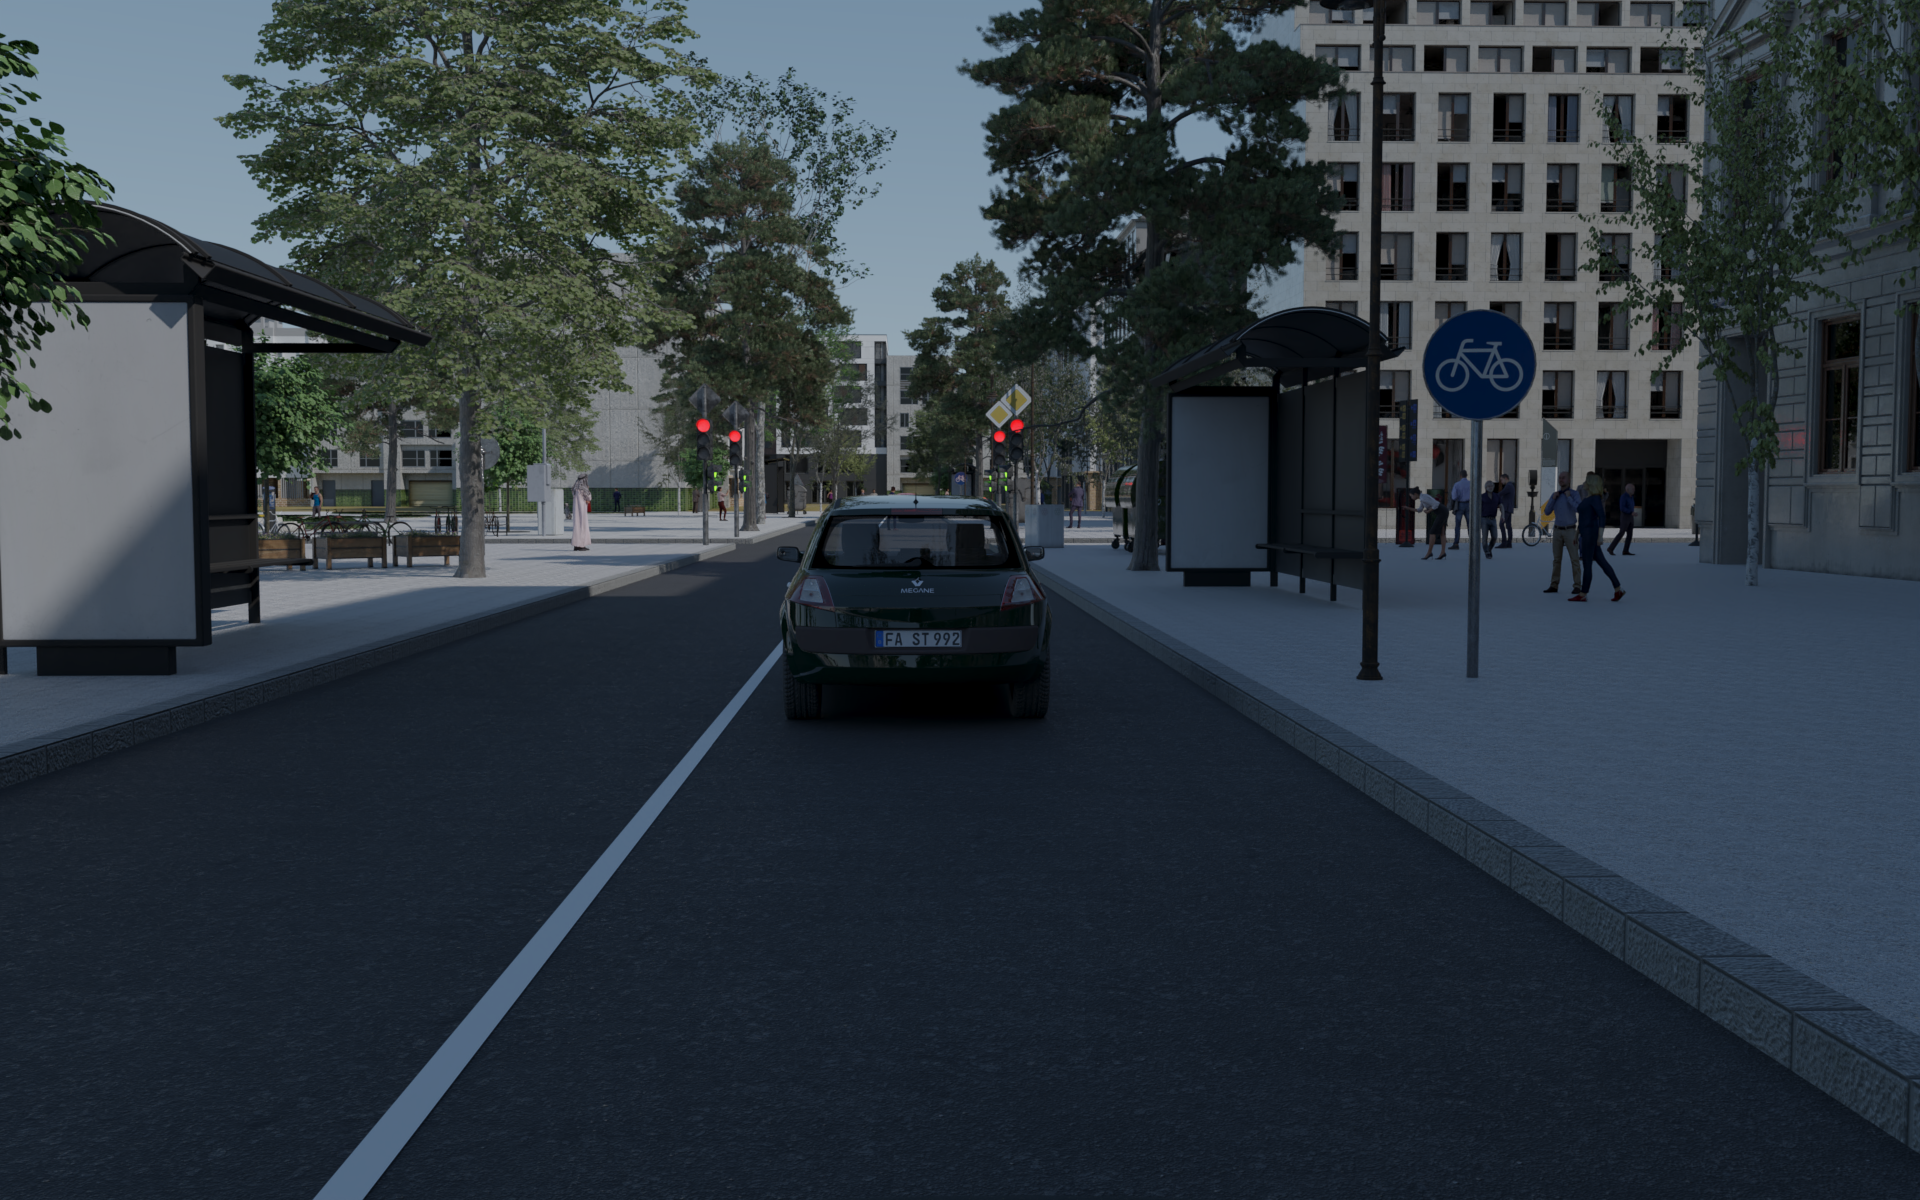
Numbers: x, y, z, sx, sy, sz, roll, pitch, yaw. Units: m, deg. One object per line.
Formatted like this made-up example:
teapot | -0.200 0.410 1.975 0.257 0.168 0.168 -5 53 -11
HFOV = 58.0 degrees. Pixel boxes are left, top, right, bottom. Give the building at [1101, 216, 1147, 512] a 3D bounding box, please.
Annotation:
building | 15.363 -16.461 118.294 9.793 20.994 18.267 0 4 -2

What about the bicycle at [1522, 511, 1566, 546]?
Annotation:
bicycle | 14.455 -1.790 42.492 1.543 0.972 0.635 -1 4 -17

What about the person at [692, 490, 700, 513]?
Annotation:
person | -17.522 -6.627 115.075 0.565 1.739 0.600 0 4 2

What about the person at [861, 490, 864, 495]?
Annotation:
person | -7.430 -7.584 133.054 0.434 1.755 0.990 -1 4 -18

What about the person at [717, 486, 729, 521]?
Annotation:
person | -11.301 -4.599 82.693 0.566 1.644 0.517 1 4 10

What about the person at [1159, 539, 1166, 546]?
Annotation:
person | 5.139 -2.097 43.025 0.600 1.496 0.574 2 4 24

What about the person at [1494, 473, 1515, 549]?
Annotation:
person | 12.804 -2.108 40.952 0.568 1.767 0.683 2 4 25

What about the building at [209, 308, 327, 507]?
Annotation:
building | -71.077 -19.944 182.499 11.380 20.091 16.016 0 4 -2

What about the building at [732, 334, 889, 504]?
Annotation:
building | -26.096 -23.908 234.871 32.646 21.610 27.936 0 4 -2

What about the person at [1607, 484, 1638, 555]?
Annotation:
person | 13.923 -1.675 36.129 0.574 1.496 0.600 -1 4 -20

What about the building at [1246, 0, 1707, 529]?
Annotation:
building | 20.663 -13.041 67.975 16.860 20.320 10.420 0 4 -2

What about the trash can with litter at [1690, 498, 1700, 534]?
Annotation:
trash can with litter | 23.595 -2.644 54.623 1.055 1.170 0.624 2 4 27

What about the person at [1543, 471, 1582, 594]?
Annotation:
person | 7.809 -0.872 22.363 0.319 1.574 0.516 -3 4 -37

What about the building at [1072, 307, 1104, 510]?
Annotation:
building | 17.421 -17.478 142.180 16.016 20.091 11.380 0 4 -2

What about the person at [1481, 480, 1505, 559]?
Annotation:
person | 10.550 -1.596 34.350 0.569 1.553 0.471 3 4 36

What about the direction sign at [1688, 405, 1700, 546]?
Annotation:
direction sign | 18.197 -3.100 42.682 0.379 3.537 0.876 1 4 20

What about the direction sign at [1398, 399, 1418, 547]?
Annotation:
direction sign | 10.780 -3.040 41.706 0.379 3.537 0.876 -1 4 -13

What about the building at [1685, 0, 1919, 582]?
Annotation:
building | 19.102 -11.378 22.190 11.583 22.565 21.152 0 4 -2

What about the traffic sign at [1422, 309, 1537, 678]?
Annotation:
traffic sign | 3.585 -0.730 12.039 0.768 2.556 0.104 0 4 7

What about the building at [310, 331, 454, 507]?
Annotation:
building | -49.615 -19.295 181.938 31.486 18.905 16.747 0 4 -2

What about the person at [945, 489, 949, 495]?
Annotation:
person | -0.958 -8.283 142.179 0.721 1.736 1.217 1 4 18

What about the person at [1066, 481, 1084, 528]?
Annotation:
person | 4.285 -3.563 64.743 0.683 1.767 0.568 -2 4 -28

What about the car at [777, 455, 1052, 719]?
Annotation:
car | -0.343 -0.163 12.452 2.009 1.686 4.222 0 4 -3

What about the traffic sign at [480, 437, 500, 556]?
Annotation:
traffic sign | -9.961 -2.201 36.098 0.768 2.556 0.104 0 4 5

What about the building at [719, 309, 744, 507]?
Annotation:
building | -28.222 -20.005 183.495 11.380 20.091 16.016 0 4 -2

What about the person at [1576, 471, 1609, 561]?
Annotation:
person | 12.158 -1.620 33.357 0.431 1.722 0.655 -3 5 -43

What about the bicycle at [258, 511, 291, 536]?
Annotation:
bicycle | -17.408 -1.858 43.599 1.543 0.972 0.635 2 4 27

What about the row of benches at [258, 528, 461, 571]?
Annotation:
row of benches | -10.560 -0.873 29.736 4.104 0.672 1.422 -3 5 -43

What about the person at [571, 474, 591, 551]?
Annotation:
person | -8.512 -1.976 39.015 0.551 1.740 0.621 3 5 41

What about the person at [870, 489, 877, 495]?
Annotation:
person | -6.843 -7.908 137.791 1.348 1.824 0.705 -1 4 -12

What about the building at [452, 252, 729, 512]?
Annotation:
building | -29.135 -16.900 142.771 16.747 18.905 31.486 0 4 -2

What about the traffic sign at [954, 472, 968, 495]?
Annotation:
traffic sign | 0.055 -6.063 99.229 0.768 2.556 0.104 0 4 3

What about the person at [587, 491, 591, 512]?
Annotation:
person | -25.128 -6.638 117.039 0.387 1.526 0.523 0 4 3

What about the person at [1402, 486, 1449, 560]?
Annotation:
person | 9.149 -1.507 33.875 0.799 1.438 0.628 -1 4 -20

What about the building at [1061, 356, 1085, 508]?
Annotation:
building | 23.357 -19.647 165.195 27.936 21.610 32.646 0 4 -2

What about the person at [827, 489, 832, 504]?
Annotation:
person | -12.687 -10.043 170.934 0.721 1.739 1.217 3 4 38

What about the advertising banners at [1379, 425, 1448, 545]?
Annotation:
advertising banners | 11.335 -2.918 43.898 2.074 3.025 0.090 0 4 1

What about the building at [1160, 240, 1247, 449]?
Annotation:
building | 19.658 -14.283 100.983 16.820 18.784 16.811 0 4 -2

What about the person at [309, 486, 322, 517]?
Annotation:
person | -25.979 -3.782 69.750 0.647 1.594 0.662 1 4 13

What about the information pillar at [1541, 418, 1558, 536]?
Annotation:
information pillar | 18.137 -3.791 53.340 0.183 3.616 0.504 -3 5 -41

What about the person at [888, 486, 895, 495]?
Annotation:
person | -2.624 -3.629 68.531 0.576 1.737 0.504 1 4 23

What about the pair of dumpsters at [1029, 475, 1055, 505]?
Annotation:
pair of dumpsters | 3.610 -4.894 82.510 1.574 2.255 4.436 0 4 -2

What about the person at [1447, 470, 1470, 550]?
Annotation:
person | 11.576 -2.081 39.929 0.709 1.838 0.599 0 4 -1

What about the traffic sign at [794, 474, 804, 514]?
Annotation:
traffic sign | -10.348 -6.740 110.200 0.884 2.594 0.081 0 4 4

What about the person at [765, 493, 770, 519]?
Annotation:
person | -10.108 -4.965 89.086 0.662 1.594 0.647 0 4 5

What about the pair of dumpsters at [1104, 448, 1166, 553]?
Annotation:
pair of dumpsters | 4.232 -2.190 38.308 1.574 2.255 4.436 0 4 -2

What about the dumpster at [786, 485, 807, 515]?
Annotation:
dumpster | -10.245 -6.292 108.629 1.264 1.857 1.865 0 4 -2

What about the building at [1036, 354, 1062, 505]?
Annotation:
building | 16.363 -20.219 187.003 16.016 20.091 11.380 0 4 -2

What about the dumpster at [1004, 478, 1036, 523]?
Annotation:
dumpster | 2.280 -3.542 63.668 1.264 1.857 1.865 0 4 -2

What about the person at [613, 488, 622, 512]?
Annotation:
person | -24.769 -7.229 124.937 0.504 1.737 0.576 3 5 43

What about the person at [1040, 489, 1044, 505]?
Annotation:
person | 3.615 -4.209 77.557 0.574 1.496 0.600 -3 5 -42

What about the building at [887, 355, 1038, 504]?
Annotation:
building | 6.158 -22.208 229.557 31.486 18.905 16.747 0 4 -2

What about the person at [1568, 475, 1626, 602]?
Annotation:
person | 7.594 -0.737 20.631 0.613 1.512 0.480 0 4 -7
